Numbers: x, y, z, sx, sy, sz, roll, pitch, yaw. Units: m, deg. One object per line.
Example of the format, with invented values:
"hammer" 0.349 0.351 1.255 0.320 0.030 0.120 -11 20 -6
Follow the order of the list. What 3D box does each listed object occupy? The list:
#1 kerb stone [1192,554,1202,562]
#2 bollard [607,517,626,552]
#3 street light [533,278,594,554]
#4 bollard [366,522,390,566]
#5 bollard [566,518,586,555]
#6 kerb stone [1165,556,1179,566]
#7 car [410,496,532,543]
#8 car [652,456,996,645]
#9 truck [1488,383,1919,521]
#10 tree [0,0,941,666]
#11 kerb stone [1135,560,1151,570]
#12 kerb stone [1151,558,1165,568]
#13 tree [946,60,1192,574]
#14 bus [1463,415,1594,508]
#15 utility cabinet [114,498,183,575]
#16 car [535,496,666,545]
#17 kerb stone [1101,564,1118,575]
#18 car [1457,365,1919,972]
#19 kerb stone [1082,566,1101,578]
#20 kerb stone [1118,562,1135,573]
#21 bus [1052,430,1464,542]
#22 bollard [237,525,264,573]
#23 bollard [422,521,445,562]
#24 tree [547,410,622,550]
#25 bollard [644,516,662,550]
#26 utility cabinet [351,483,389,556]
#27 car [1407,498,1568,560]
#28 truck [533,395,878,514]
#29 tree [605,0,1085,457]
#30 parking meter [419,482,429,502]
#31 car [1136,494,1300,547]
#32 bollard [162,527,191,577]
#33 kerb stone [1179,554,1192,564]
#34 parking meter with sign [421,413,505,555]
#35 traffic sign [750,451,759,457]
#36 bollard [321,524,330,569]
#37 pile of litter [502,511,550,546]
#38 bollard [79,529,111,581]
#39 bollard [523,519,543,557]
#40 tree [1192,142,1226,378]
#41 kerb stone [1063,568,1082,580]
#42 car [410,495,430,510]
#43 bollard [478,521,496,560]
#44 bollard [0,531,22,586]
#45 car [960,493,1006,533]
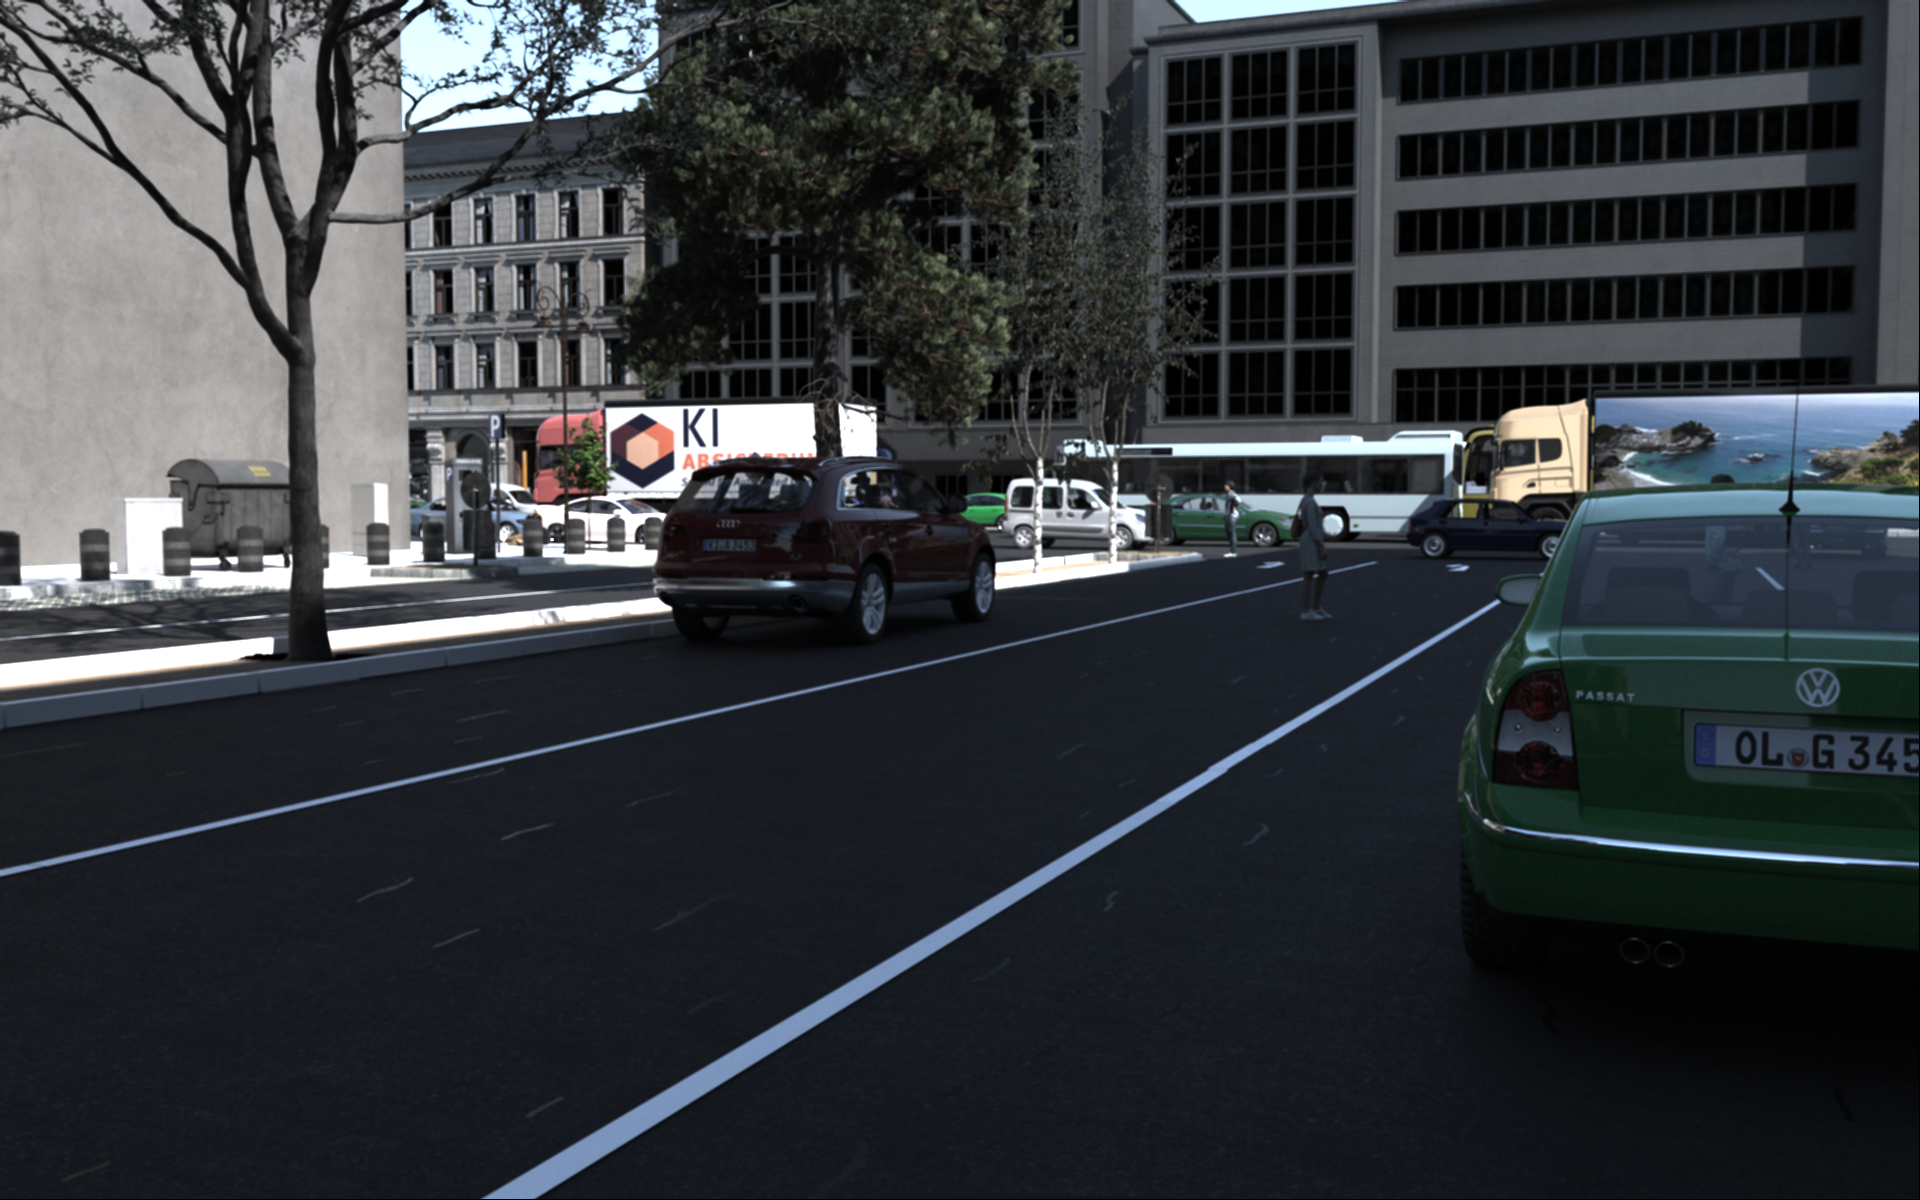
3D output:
"kerb stone" 4.943 -0.887 36.690 0.120 0.150 1.000 1 4 22
"bollard" -7.595 -1.440 38.257 0.404 0.777 0.398 0 3 0
"street light" -8.495 -3.943 37.263 0.468 5.910 1.993 1 4 22
"bollard" -10.497 -1.011 31.249 0.404 0.777 0.398 0 3 0
"bollard" -8.176 -1.355 36.866 0.404 0.777 0.398 0 3 0
"kerb stone" 4.148 -0.770 34.789 0.120 0.150 1.000 1 4 22
"car" -13.682 -2.300 49.610 4.499 1.417 2.014 1 4 23
"car" -1.231 -0.585 18.237 2.281 1.827 5.304 1 4 20
"truck" 19.586 -3.553 47.002 11.283 4.237 2.839 1 4 21
"tree" -5.628 -6.210 14.363 12.009 13.543 11.850 0 3 0
"kerb stone" 3.370 -0.652 32.879 0.120 0.150 1.000 1 4 22
"kerb stone" 3.764 -0.710 33.837 0.120 0.150 1.000 1 4 22
"tree" 1.415 -4.710 29.831 4.360 8.622 3.978 0 3 0
"bus" 21.562 -3.828 54.132 12.252 3.916 2.896 2 4 24
"utility cabinet" -13.028 -1.020 27.837 0.306 1.237 1.020 2 4 32
"car" -9.307 -2.126 47.128 4.827 1.381 2.083 1 4 21
"kerb stone" 2.583 -0.537 30.983 0.120 0.150 1.000 1 4 22
"car" 2.888 0.157 6.224 1.959 1.807 4.718 1 4 22
"kerb stone" 2.192 -0.479 30.034 0.120 0.150 1.000 1 4 22
"kerb stone" 2.974 -0.596 31.932 0.120 0.150 1.000 1 4 22
"bus" 8.617 -3.601 53.740 13.247 3.499 2.948 1 4 23
"bollard" -11.658 -0.840 28.449 0.404 0.777 0.398 0 3 0
"bollard" -9.921 -1.097 32.649 0.404 0.777 0.398 0 3 0
"tree" -8.475 -2.776 39.988 1.663 3.219 1.824 0 3 0
"bollard" -7.020 -1.525 39.650 0.404 0.777 0.398 0 3 0
"utility cabinet" -12.008 -1.628 35.290 0.318 1.500 1.173 -3 5 -41
"car" 11.981 -1.584 38.486 3.894 1.354 1.945 1 4 22
"truck" -8.089 -3.869 52.166 11.283 4.237 2.839 1 4 21
"tree" -1.809 -6.055 23.506 6.751 12.117 7.091 0 3 0
"parking meter" -25.879 -4.767 83.659 0.399 1.863 0.255 -3 5 -40
"car" 7.146 -2.213 47.981 4.920 1.459 2.131 1 4 21
"bollard" -12.233 -0.754 27.051 0.404 0.777 0.398 0 3 0
"kerb stone" 4.544 -0.829 35.744 0.120 0.150 1.000 1 4 22
"parking meter with sign" -10.619 -2.491 36.992 1.738 3.016 0.543 -3 5 -43
"traffic sign" -4.828 -2.269 40.738 0.795 2.450 0.064 1 4 22
"bollard" -11.080 -0.925 29.848 0.404 0.777 0.398 0 3 0
"pile of litter" -10.934 -1.802 43.425 1.176 0.858 1.719 2 4 24
"bollard" -12.815 -0.669 25.658 0.404 0.777 0.398 0 3 0
"bollard" -8.749 -1.269 35.472 0.404 0.777 0.398 0 3 0
"tree" 3.071 -4.963 33.965 4.360 8.622 3.978 0 3 0
"kerb stone" 1.788 -0.419 29.087 0.120 0.150 1.000 1 4 22
"car" -25.977 -4.090 78.674 4.920 1.459 2.131 2 4 23
"bollard" -9.334 -1.184 34.069 0.404 0.777 0.398 0 3 0
"bollard" -13.388 -0.584 24.263 0.404 0.777 0.398 0 3 0
"car" 0.770 -3.437 64.999 4.718 1.807 1.959 2 4 24
